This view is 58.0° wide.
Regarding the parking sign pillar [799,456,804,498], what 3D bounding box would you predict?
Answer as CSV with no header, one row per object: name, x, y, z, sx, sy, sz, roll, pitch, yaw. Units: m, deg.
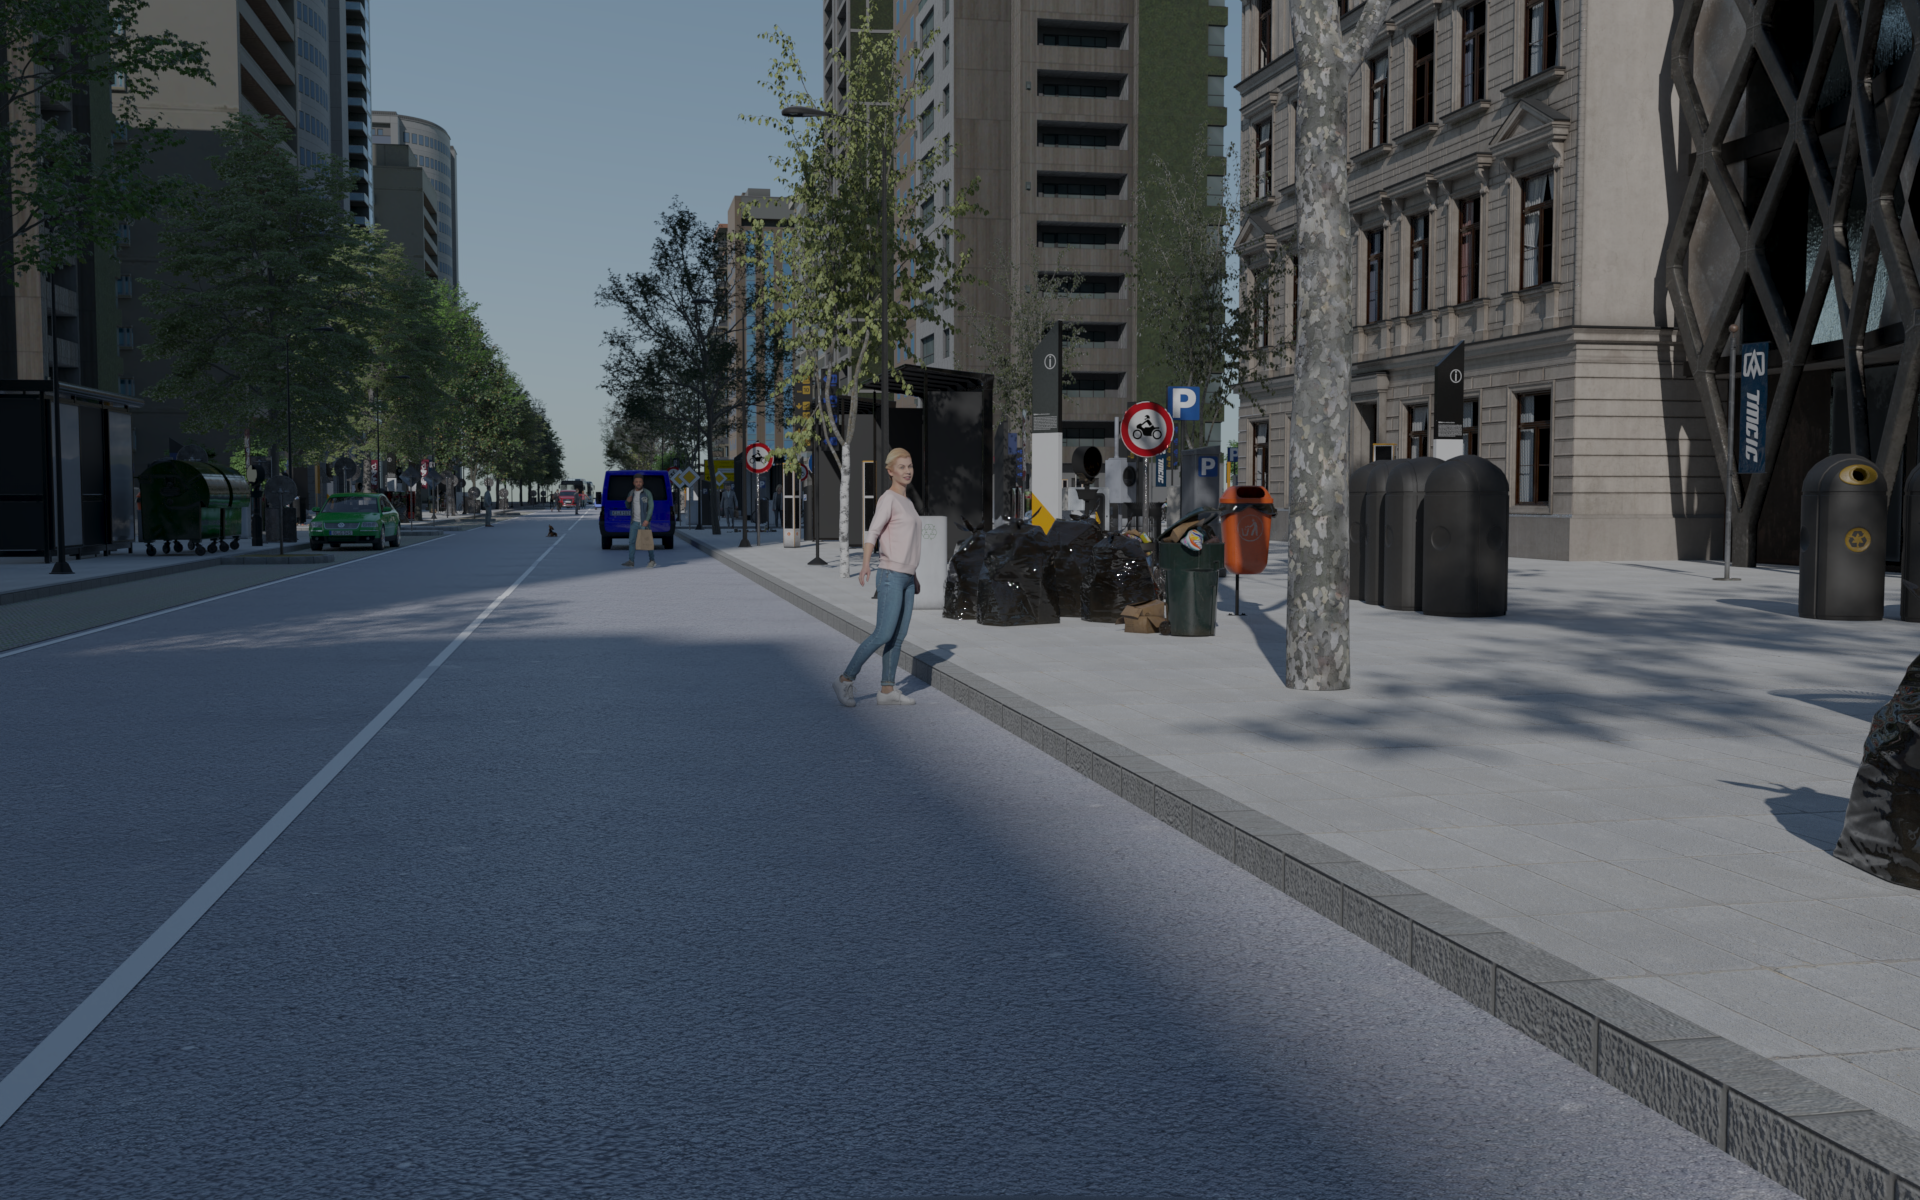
parking sign pillar,-11.535,-8.227,122.984,1.447,3.967,1.447,1,4,18

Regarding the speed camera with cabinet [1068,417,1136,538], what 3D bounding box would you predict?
speed camera with cabinet,3.640,-3.033,43.931,2.038,3.252,0.660,-3,5,-42

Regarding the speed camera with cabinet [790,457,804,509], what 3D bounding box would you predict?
speed camera with cabinet,-7.676,-5.586,85.661,2.038,3.252,0.660,2,4,28

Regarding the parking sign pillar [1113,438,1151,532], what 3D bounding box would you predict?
parking sign pillar,5.788,-4.291,58.626,1.447,3.967,1.447,-3,4,-36

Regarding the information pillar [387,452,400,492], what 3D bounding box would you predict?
information pillar,-29.485,-6.026,89.874,0.504,3.616,0.183,1,4,8

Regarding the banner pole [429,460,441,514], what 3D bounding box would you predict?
banner pole,-34.239,-7.514,112.873,0.401,3.779,0.863,3,4,38

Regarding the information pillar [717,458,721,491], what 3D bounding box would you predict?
information pillar,-15.805,-7.352,111.552,0.504,3.616,0.183,1,4,11

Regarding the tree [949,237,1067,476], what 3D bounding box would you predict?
tree,1.918,-6.025,48.873,4.360,8.622,3.978,0,3,0

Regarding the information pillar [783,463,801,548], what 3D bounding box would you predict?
information pillar,-3.999,-2.243,41.161,0.304,2.012,0.304,2,4,24

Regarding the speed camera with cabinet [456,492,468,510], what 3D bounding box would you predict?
speed camera with cabinet,-39.881,-8.756,137.497,2.038,3.252,0.660,1,4,20

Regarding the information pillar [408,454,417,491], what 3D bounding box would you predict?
information pillar,-28.153,-5.983,89.169,0.504,3.616,0.183,-1,4,-21

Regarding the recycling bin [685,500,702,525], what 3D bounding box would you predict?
recycling bin,-11.047,-3.651,72.242,0.722,1.027,0.722,-1,4,-17

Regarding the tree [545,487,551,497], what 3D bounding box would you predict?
tree,-65.577,-19.859,275.048,4.737,8.622,4.395,0,3,0

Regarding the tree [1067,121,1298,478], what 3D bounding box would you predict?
tree,5.057,-5.196,35.325,4.360,8.622,3.978,0,3,0

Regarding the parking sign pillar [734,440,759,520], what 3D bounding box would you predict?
parking sign pillar,-10.653,-6.016,86.841,1.447,3.967,1.447,1,4,14

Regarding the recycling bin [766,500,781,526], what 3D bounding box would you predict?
recycling bin,-7.460,-3.556,70.693,0.722,1.027,0.722,1,4,17

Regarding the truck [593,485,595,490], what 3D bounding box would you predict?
truck,-63.075,-18.032,290.752,3.469,3.379,9.791,-1,4,-12

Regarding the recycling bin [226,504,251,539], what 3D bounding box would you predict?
recycling bin,-20.726,-2.263,49.555,0.722,1.027,0.722,-1,4,-14

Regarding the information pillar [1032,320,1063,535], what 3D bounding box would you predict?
information pillar,1.193,-1.967,23.522,0.504,3.616,0.183,3,5,44

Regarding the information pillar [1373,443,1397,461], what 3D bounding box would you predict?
information pillar,6.196,-1.272,25.297,0.304,2.012,0.304,1,4,23

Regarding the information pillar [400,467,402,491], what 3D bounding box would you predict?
information pillar,-42.969,-8.646,132.720,0.504,3.616,0.183,1,4,15

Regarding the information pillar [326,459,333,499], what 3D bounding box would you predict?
information pillar,-40.550,-7.347,111.478,0.183,3.616,0.504,2,4,28

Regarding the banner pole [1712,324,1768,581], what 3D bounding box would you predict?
banner pole,11.501,-2.167,25.440,0.401,3.779,0.863,-2,4,-24

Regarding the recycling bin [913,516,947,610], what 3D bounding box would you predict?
recycling bin,-0.524,-0.426,19.515,0.722,1.027,0.722,0,4,-4

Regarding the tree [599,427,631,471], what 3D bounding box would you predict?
tree,-46.602,-19.474,244.147,9.928,11.665,9.643,0,3,0

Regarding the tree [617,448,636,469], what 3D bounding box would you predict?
tree,-35.395,-14.826,192.765,4.737,8.622,4.395,0,3,0

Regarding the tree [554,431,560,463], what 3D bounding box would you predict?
tree,-50.697,-17.121,198.060,7.486,12.596,7.792,0,3,0

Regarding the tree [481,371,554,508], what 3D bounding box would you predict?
tree,-40.902,-14.462,154.575,7.486,12.596,7.792,0,3,0

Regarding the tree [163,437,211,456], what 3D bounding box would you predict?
tree,-44.527,-7.142,100.477,4.285,4.588,4.351,0,3,0

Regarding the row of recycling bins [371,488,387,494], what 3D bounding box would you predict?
row of recycling bins,-41.219,-6.973,121.118,3.534,1.692,1.069,3,4,37

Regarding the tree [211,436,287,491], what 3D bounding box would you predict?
tree,-38.481,-6.816,95.152,4.285,4.588,4.351,0,3,0

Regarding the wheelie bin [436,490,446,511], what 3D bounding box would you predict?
wheelie bin,-38.285,-7.340,127.910,0.693,1.594,0.980,0,4,-4

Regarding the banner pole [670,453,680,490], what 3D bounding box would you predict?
banner pole,-17.377,-7.057,105.397,0.863,3.779,0.401,-3,5,-43

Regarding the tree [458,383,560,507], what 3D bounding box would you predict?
tree,-45.795,-16.118,173.903,12.009,13.543,11.850,0,3,0

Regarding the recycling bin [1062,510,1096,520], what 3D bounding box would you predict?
recycling bin,1.683,-0.874,26.838,0.722,1.027,0.722,0,4,-7

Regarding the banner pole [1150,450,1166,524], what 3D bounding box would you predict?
banner pole,8.396,-5.121,73.751,0.863,3.779,0.401,0,4,-1

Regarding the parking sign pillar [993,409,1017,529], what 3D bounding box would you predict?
parking sign pillar,1.444,-4.097,55.464,1.447,3.967,1.447,-1,4,-12

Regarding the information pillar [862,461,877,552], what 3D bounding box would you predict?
information pillar,-2.011,-2.077,38.454,0.304,2.012,0.304,0,4,-7

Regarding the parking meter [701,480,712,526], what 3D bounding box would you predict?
parking meter,-10.306,-3.967,70.565,0.399,1.863,0.255,1,4,21

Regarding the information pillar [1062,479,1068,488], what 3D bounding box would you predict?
information pillar,5.218,-5.053,87.107,0.304,2.012,0.304,-1,4,-19

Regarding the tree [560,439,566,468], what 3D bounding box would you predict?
tree,-61.551,-20.578,254.573,7.486,12.596,7.792,0,3,0

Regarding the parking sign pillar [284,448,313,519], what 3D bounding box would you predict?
parking sign pillar,-39.042,-6.930,101.773,1.447,3.967,1.447,0,4,5

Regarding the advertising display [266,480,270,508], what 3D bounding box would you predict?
advertising display,-30.896,-4.434,77.712,0.123,1.923,0.974,-3,5,-39

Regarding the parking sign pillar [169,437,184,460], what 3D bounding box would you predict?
parking sign pillar,-36.637,-5.709,81.816,1.447,3.967,1.447,-1,4,-12

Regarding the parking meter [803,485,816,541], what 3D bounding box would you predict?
parking meter,-4.121,-2.402,47.688,0.372,1.533,0.369,0,3,0

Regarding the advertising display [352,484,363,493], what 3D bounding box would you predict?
advertising display,-39.710,-6.673,114.315,0.974,1.923,0.123,0,4,-1

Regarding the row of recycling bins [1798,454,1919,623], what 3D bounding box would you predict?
row of recycling bins,10.185,-0.609,17.070,3.534,1.692,1.069,3,4,38

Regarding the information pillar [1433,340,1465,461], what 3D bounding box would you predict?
information pillar,7.425,-2.138,26.313,0.504,3.616,0.183,-1,4,-19

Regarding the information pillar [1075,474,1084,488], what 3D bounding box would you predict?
information pillar,3.773,-3.002,53.577,0.304,2.012,0.304,-3,5,-44

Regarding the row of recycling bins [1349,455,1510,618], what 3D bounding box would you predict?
row of recycling bins,5.204,-0.767,19.649,1.069,1.692,3.534,0,4,-4
